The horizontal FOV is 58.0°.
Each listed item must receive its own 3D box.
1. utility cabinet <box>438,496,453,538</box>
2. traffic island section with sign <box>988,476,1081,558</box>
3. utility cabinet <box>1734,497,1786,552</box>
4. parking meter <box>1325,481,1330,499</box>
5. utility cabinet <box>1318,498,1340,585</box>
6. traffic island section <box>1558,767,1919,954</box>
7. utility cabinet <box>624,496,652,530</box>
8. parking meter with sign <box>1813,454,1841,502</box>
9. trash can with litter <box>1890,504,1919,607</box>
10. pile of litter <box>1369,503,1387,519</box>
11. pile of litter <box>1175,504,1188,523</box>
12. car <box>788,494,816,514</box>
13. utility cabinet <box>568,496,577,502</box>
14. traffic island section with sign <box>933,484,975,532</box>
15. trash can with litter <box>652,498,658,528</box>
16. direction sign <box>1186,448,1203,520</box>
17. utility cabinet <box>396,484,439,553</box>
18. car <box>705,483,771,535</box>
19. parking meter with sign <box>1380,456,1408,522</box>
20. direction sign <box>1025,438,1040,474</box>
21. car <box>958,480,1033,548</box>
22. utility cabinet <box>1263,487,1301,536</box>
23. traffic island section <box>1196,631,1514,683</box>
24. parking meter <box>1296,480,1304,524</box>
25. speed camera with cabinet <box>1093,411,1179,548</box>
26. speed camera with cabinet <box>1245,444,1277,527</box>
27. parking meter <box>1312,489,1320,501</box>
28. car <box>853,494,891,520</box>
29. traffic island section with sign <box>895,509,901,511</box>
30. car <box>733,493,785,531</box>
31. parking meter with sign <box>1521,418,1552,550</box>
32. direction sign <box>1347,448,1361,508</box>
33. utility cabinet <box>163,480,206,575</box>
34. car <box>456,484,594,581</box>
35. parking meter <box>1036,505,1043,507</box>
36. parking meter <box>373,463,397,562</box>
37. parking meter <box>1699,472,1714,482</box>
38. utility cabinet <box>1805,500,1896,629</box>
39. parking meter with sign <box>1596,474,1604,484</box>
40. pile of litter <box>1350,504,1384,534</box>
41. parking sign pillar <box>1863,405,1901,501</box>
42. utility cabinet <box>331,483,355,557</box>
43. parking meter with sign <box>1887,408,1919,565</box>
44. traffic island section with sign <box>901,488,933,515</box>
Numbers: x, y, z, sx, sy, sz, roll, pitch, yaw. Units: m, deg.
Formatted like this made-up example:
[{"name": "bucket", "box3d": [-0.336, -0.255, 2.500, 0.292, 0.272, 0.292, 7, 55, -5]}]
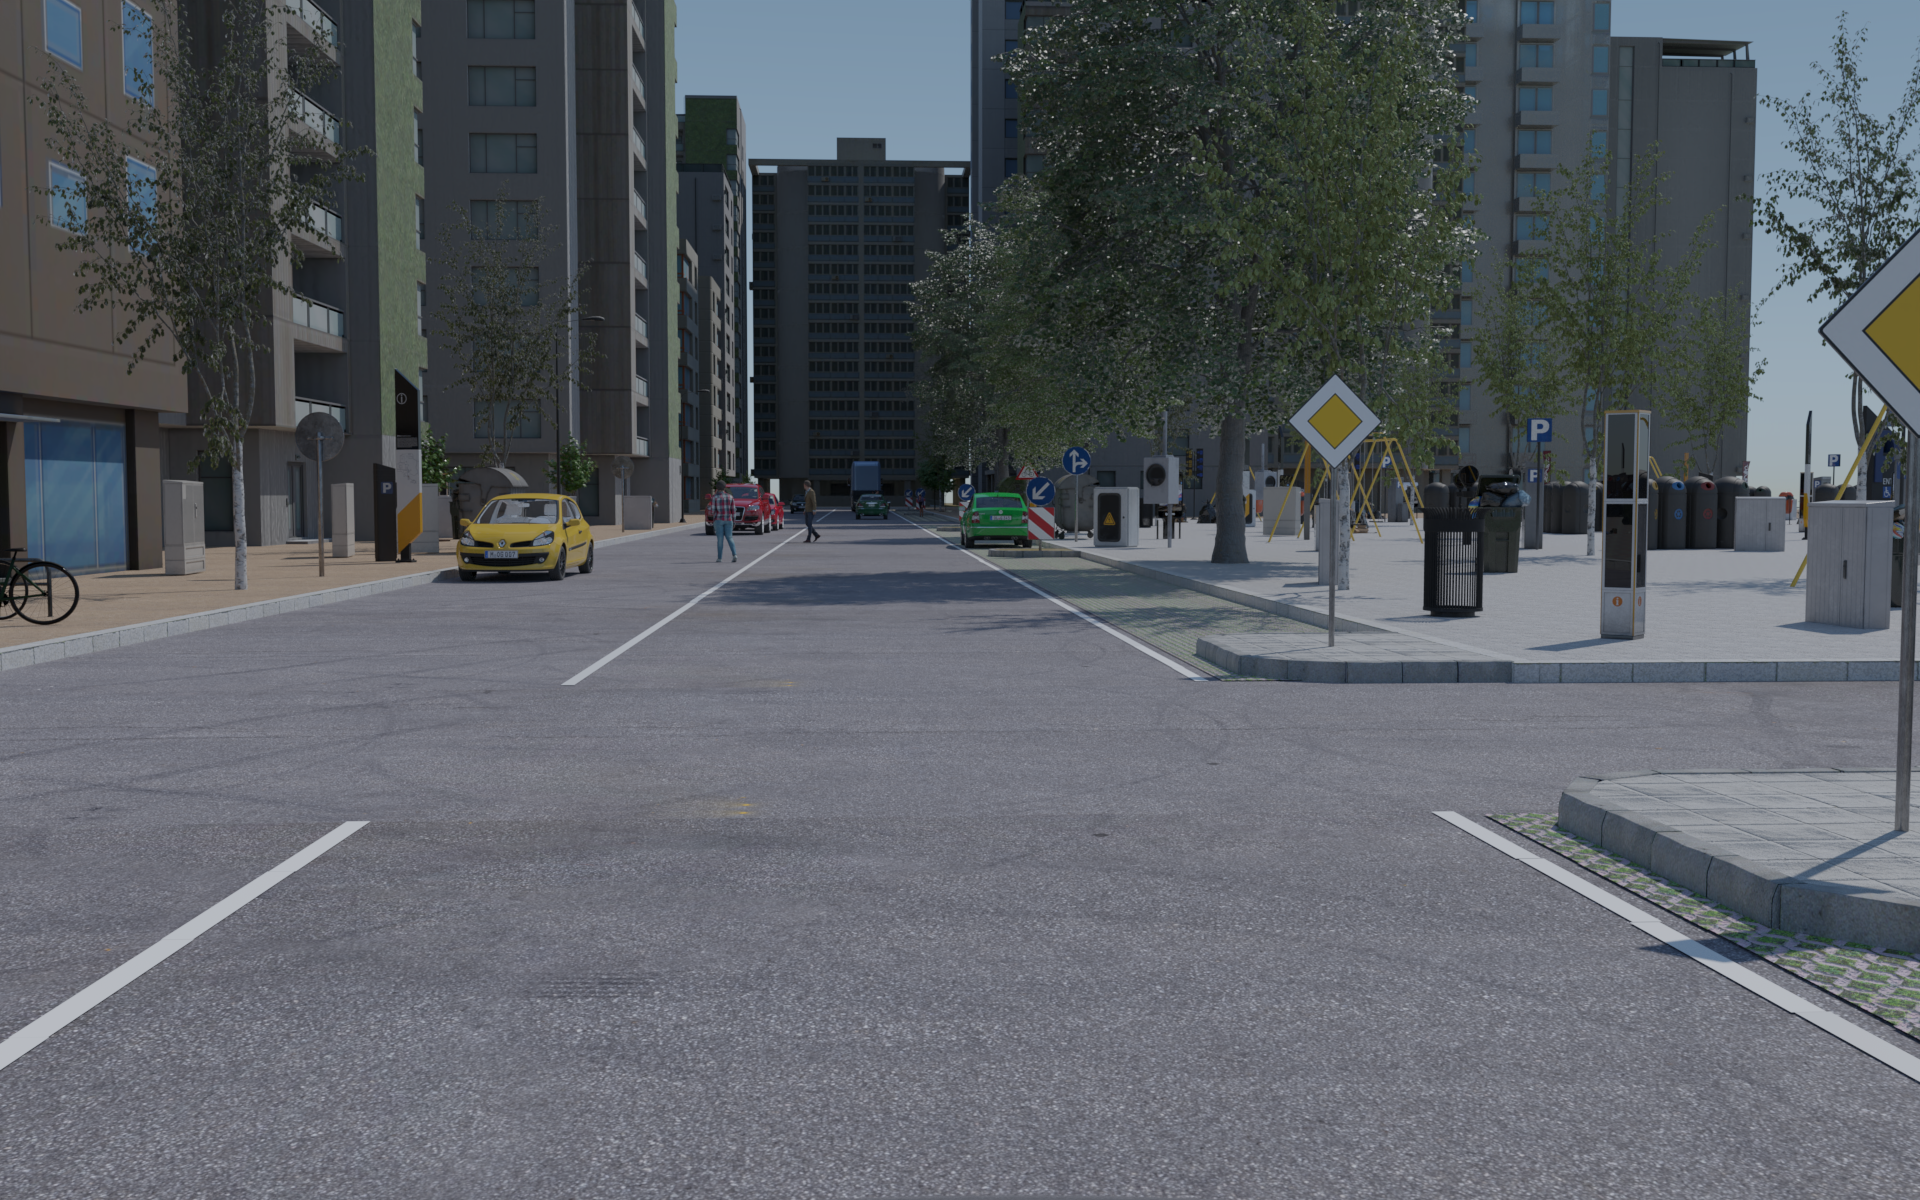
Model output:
[{"name": "utility cabinet", "box3d": [-15.069, -2.415, 50.649, 1.020, 1.237, 0.306, -1, 4, -23]}, {"name": "traffic island section with sign", "box3d": [1.668, -1.904, 39.765, 1.989, 1.847, 2.006, 0, 4, -3]}, {"name": "utility cabinet", "box3d": [17.946, -1.694, 38.860, 1.020, 1.237, 0.306, 1, 4, 20]}, {"name": "parking meter", "box3d": [16.869, -4.484, 79.025, 0.399, 1.863, 0.255, -2, 4, -33]}, {"name": "utility cabinet", "box3d": [5.311, -0.837, 24.847, 0.306, 1.237, 1.020, 1, 4, 13]}, {"name": "traffic island section", "box3d": [3.610, 0.958, 6.617, 2.009, 0.180, 2.903, 0, 4, -3]}, {"name": "utility cabinet", "box3d": [-11.609, -3.126, 62.274, 1.020, 1.237, 0.306, 0, 4, -2]}, {"name": "parking meter with sign", "box3d": [37.433, -4.833, 75.274, 1.738, 3.016, 0.543, -2, 4, -28]}, {"name": "trash can with litter", "box3d": [10.455, -0.520, 19.897, 0.624, 1.170, 1.055, -2, 4, -29]}, {"name": "pile of litter", "box3d": [21.023, -4.588, 88.979, 1.719, 0.858, 1.176, 2, 4, 23]}, {"name": "pile of litter", "box3d": [9.763, -3.926, 78.161, 1.176, 0.858, 1.719, 1, 4, 19]}, {"name": "car", "box3d": [-11.551, -7.154, 126.752, 2.009, 1.686, 4.222, 0, 4, -5]}, {"name": "utility cabinet", "box3d": [-10.915, -2.266, 48.219, 0.306, 1.237, 1.020, -1, 4, -23]}, {"name": "traffic island section with sign", "box3d": [0.106, -3.550, 66.675, 1.989, 1.847, 2.006, 0, 4, -3]}, {"name": "trash can with litter", "box3d": [-11.634, -3.244, 64.432, 0.624, 1.170, 1.055, 0, 4, 3]}, {"name": "direction sign", "box3d": [11.639, -5.751, 86.027, 0.876, 3.537, 0.379, 1, 4, 19]}, {"name": "utility cabinet", "box3d": [-11.842, -1.747, 37.237, 1.173, 1.500, 0.318, -2, 4, -29]}, {"name": "car", "box3d": [-7.941, -3.277, 62.257, 2.281, 1.827, 5.304, 0, 4, -2]}, {"name": "parking meter with sign", "box3d": [19.858, -5.061, 79.000, 0.543, 3.016, 1.738, -1, 4, -19]}, {"name": "direction sign", "box3d": [2.885, -4.707, 68.953, 0.379, 3.537, 0.876, -3, 5, -40]}, {"name": "car", "box3d": [0.952, -2.335, 46.975, 1.959, 1.807, 4.718, 0, 4, -3]}, {"name": "utility cabinet", "box3d": [9.881, -2.719, 53.140, 1.173, 1.500, 0.318, 3, 5, 45]}, {"name": "traffic island section", "box3d": [3.145, 0.470, 14.589, 2.009, 0.180, 2.903, 0, 4, -3]}, {"name": "parking meter", "box3d": [14.478, -4.148, 73.524, 0.399, 1.863, 0.255, -1, 4, -14]}, {"name": "speed camera with cabinet", "box3d": [4.225, -2.895, 41.676, 2.038, 3.252, 0.660, 2, 4, 34]}, {"name": "speed camera with cabinet", "box3d": [11.391, -4.471, 67.429, 2.038, 3.252, 0.660, -2, 4, -32]}, {"name": "parking meter", "box3d": [17.881, -4.811, 87.065, 0.372, 1.533, 0.369, 0, 3, 0]}, {"name": "car", "box3d": [-5.016, -5.313, 98.658, 2.131, 1.459, 4.920, 0, 4, -2]}, {"name": "traffic island section with sign", "box3d": [-4.361, -8.233, 143.236, 1.989, 1.847, 2.006, 0, 4, -3]}, {"name": "car", "box3d": [-8.015, -3.659, 68.861, 2.155, 1.783, 4.494, 0, 4, -2]}, {"name": "parking meter with sign", "box3d": [13.467, -2.713, 40.625, 0.543, 3.016, 1.738, 1, 4, 12]}, {"name": "direction sign", "box3d": [13.775, -4.221, 61.016, 0.379, 3.537, 0.876, -2, 4, -32]}, {"name": "utility cabinet", "box3d": [-12.382, -1.162, 27.681, 0.318, 1.500, 1.173, -1, 4, -9]}, {"name": "car", "box3d": [-7.463, -1.203, 29.890, 2.015, 1.641, 3.980, 0, 4, -2]}, {"name": "parking meter", "box3d": [3.396, -4.046, 74.570, 0.372, 1.533, 0.369, 0, 3, 0]}, {"name": "parking meter", "box3d": [-10.927, -1.667, 32.966, 0.399, 1.863, 0.255, -3, 4, -36]}, {"name": "parking meter", "box3d": [19.688, -2.445, 45.694, 0.399, 1.863, 0.255, 2, 4, 29]}, {"name": "utility cabinet", "box3d": [8.669, -0.352, 16.918, 0.306, 1.237, 1.020, 0, 4, -3]}, {"name": "parking meter with sign", "box3d": [24.251, -4.206, 65.031, 0.543, 3.016, 1.738, -2, 4, -35]}, {"name": "pile of litter", "box3d": [12.850, -2.611, 56.659, 1.719, 0.858, 1.176, 0, 4, 2]}, {"name": "parking sign pillar", "box3d": [28.148, -3.940, 52.891, 1.447, 3.967, 1.447, -2, 4, -23]}, {"name": "utility cabinet", "box3d": [-12.577, -1.627, 35.278, 0.318, 1.500, 1.173, -1, 4, -13]}, {"name": "parking meter with sign", "box3d": [17.176, -2.139, 31.241, 0.543, 3.016, 1.738, 3, 5, 40]}, {"name": "traffic island section with sign", "box3d": [-2.777, -6.578, 116.171, 1.989, 1.847, 2.006, 0, 4, -3]}]
